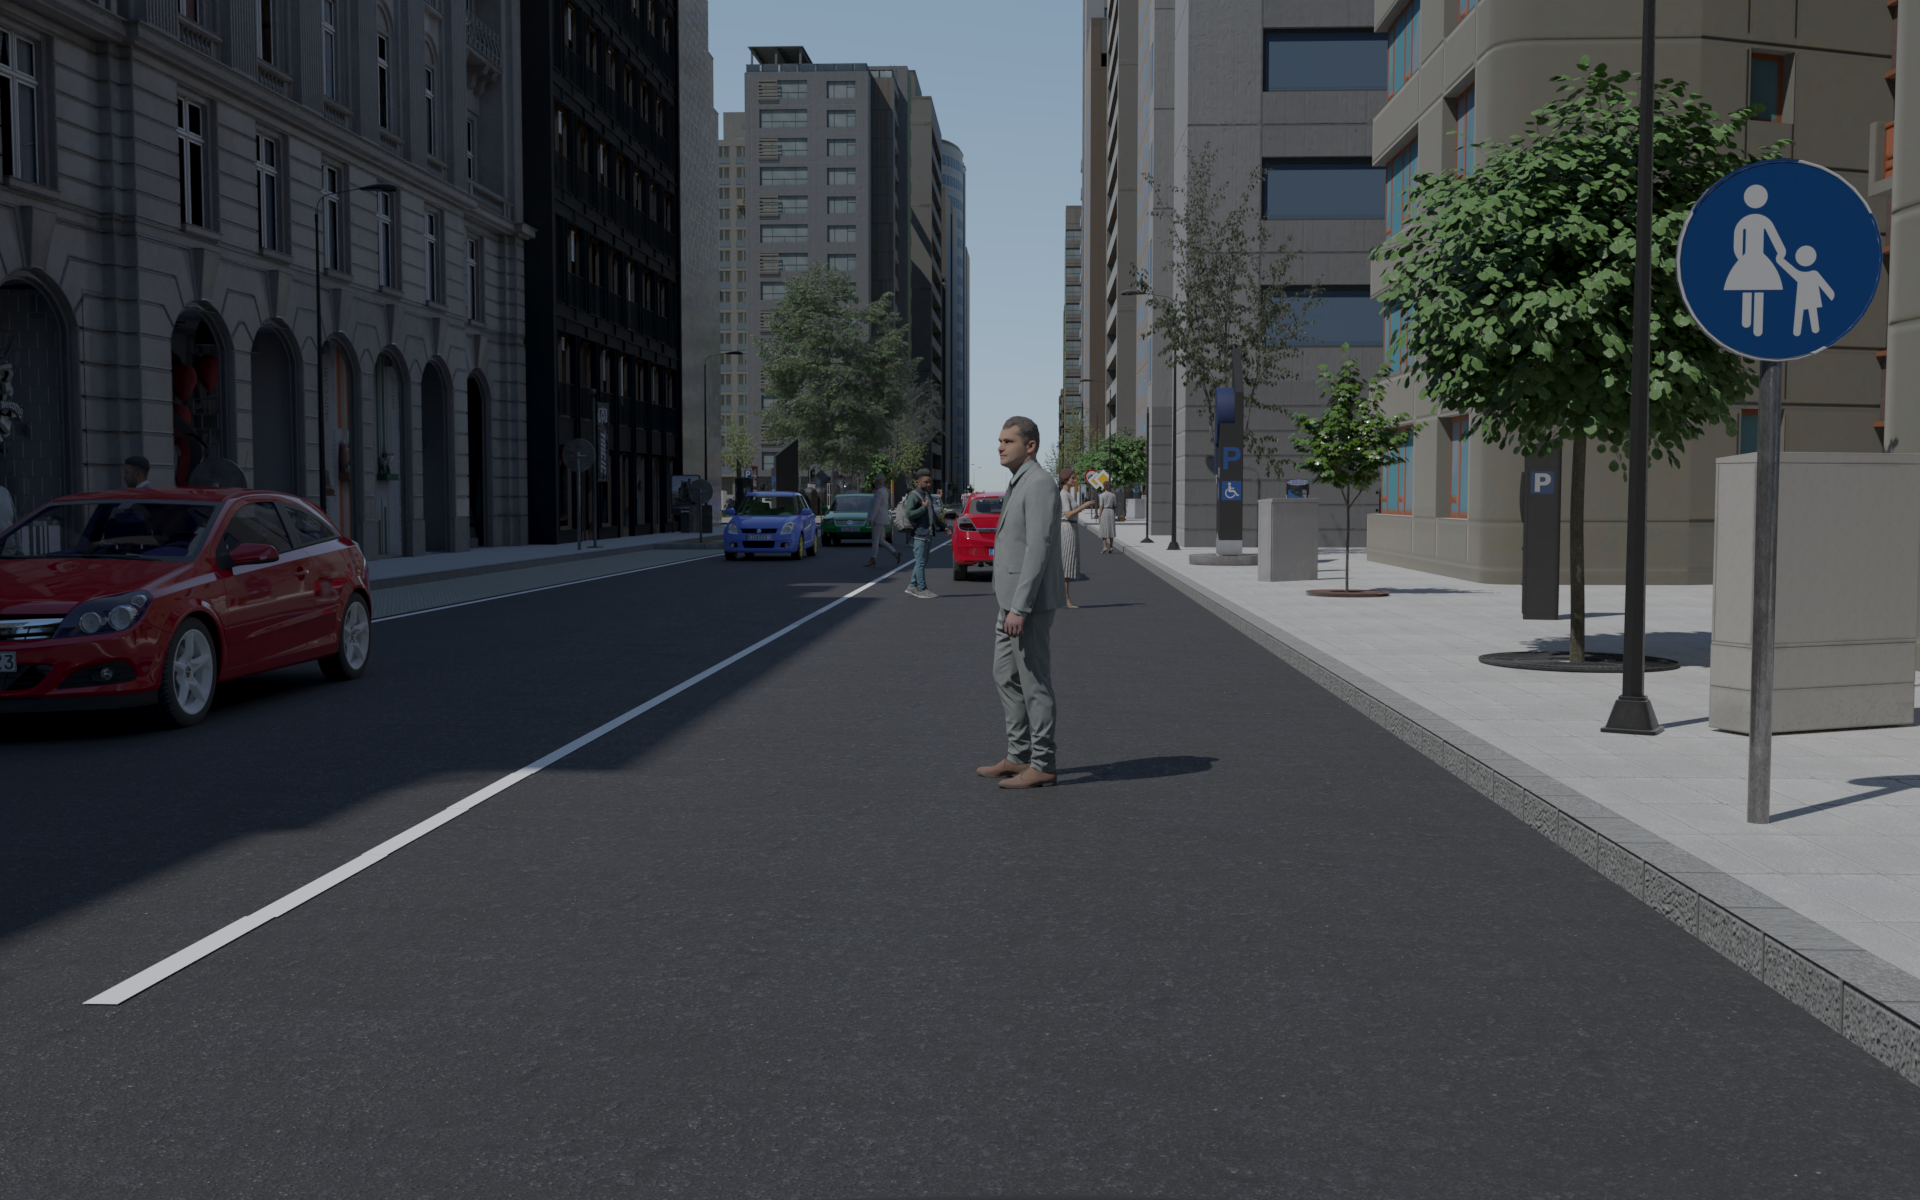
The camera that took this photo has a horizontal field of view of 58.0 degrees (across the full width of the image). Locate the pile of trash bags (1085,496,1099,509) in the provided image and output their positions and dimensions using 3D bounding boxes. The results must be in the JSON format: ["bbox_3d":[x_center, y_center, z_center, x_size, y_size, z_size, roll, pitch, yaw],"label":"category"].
[{"bbox_3d":[10.601,-8.498,148.694,1.912,1.369,3.447,-1,4,-21],"label":"pile of trash bags"}]

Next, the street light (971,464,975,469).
[{"bbox_3d":[1.550,-18.149,269.273,1.470,5.913,1.316,0,4,2],"label":"street light"}]

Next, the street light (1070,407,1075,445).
[{"bbox_3d":[6.727,-7.303,91.943,1.470,5.913,1.316,0,4,2],"label":"street light"}]

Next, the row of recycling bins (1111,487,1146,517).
[{"bbox_3d":[11.277,-6.121,107.190,3.534,1.692,1.069,0,4,3],"label":"row of recycling bins"}]

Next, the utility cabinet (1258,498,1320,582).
[{"bbox_3d":[4.853,-0.884,25.623,1.020,1.237,0.306,-3,4,-37],"label":"utility cabinet"}]

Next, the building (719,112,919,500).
[{"bbox_3d":[-19.772,-29.884,180.477,32.217,40.220,23.993,0,4,2],"label":"building"}]

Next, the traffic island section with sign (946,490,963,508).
[{"bbox_3d":[-1.026,-10.355,177.924,1.989,1.847,2.006,0,4,2],"label":"traffic island section with sign"}]

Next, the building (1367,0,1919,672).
[{"bbox_3d":[21.022,-10.562,17.724,27.650,21.520,28.899,0,4,2],"label":"building"}]

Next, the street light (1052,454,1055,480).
[{"bbox_3d":[9.921,-11.907,167.224,1.470,5.913,1.316,0,4,2],"label":"street light"}]

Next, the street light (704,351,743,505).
[{"bbox_3d":[-7.745,-5.128,56.382,1.470,5.913,1.316,0,4,2],"label":"street light"}]

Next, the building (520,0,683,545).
[{"bbox_3d":[-15.975,-13.546,51.158,12.332,23.373,15.834,0,4,2],"label":"building"}]

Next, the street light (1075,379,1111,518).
[{"bbox_3d":[5.509,-5.954,69.884,1.470,5.913,1.316,0,4,2],"label":"street light"}]

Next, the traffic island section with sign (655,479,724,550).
[{"bbox_3d":[-6.821,-2.245,45.329,1.989,1.847,2.006,0,4,2],"label":"traffic island section with sign"}]

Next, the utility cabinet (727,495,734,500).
[{"bbox_3d":[-17.032,-7.053,126.476,1.020,1.237,0.306,-1,4,-10],"label":"utility cabinet"}]

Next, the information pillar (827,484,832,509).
[{"bbox_3d":[-9.042,-7.111,120.760,0.304,2.012,0.304,-2,4,-34],"label":"information pillar"}]

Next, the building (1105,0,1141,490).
[{"bbox_3d":[22.850,-31.514,138.962,21.300,48.544,21.600,0,4,2],"label":"building"}]

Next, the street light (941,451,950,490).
[{"bbox_3d":[-2.147,-13.055,185.995,1.470,5.913,1.316,0,4,2],"label":"street light"}]

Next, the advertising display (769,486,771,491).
[{"bbox_3d":[-15.085,-8.222,139.636,0.123,1.923,0.974,2,4,31],"label":"advertising display"}]

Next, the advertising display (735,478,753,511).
[{"bbox_3d":[-8.589,-3.896,68.905,0.974,1.923,0.123,3,5,42],"label":"advertising display"}]

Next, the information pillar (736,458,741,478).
[{"bbox_3d":[-14.544,-7.493,113.860,0.183,3.616,0.504,1,4,21],"label":"information pillar"}]

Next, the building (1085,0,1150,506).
[{"bbox_3d":[18.776,-31.245,160.967,14.600,45.320,14.200,0,4,2],"label":"building"}]

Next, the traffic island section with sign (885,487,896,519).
[{"bbox_3d":[-4.369,-5.672,101.369,1.989,1.847,2.006,0,4,2],"label":"traffic island section with sign"}]

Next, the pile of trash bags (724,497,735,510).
[{"bbox_3d":[-11.494,-5.266,95.846,3.447,1.369,1.912,0,4,4],"label":"pile of trash bags"}]

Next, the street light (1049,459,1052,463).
[{"bbox_3d":[11.195,-13.810,198.340,1.470,5.913,1.316,0,4,2],"label":"street light"}]

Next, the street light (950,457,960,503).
[{"bbox_3d":[-0.760,-14.914,216.391,1.470,5.913,1.316,0,4,2],"label":"street light"}]

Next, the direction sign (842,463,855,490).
[{"bbox_3d":[-6.542,-6.772,102.712,0.876,3.537,0.379,-1,4,-12],"label":"direction sign"}]

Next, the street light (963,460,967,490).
[{"bbox_3d":[0.142,-16.256,238.330,1.470,5.913,1.316,0,4,2],"label":"street light"}]

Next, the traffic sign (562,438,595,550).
[{"bbox_3d":[-8.735,-2.420,39.668,0.768,2.556,0.104,0,4,3],"label":"traffic sign"}]

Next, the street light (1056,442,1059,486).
[{"bbox_3d":[9.357,-11.049,153.188,1.470,5.913,1.316,0,4,2],"label":"street light"}]

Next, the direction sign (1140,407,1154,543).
[{"bbox_3d":[4.922,-3.269,45.448,0.379,3.537,0.876,0,4,7],"label":"direction sign"}]

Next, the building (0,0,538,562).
[{"bbox_3d":[-17.142,-11.592,31.327,13.314,21.916,24.055,0,4,2],"label":"building"}]

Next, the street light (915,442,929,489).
[{"bbox_3d":[-3.466,-11.200,155.666,1.470,5.913,1.316,0,4,2],"label":"street light"}]

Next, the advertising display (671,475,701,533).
[{"bbox_3d":[-9.043,-3.177,57.151,0.974,1.923,0.123,0,4,-4],"label":"advertising display"}]

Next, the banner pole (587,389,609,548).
[{"bbox_3d":[-8.649,-3.154,41.577,0.401,3.779,0.863,1,4,23],"label":"banner pole"}]

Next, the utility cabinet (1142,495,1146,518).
[{"bbox_3d":[10.372,-5.064,93.963,1.020,1.237,0.306,0,4,-6],"label":"utility cabinet"}]

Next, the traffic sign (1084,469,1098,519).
[{"bbox_3d":[6.698,-5.376,88.003,0.768,2.556,0.104,0,4,4],"label":"traffic sign"}]

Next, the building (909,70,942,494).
[{"bbox_3d":[-13.327,-35.414,202.718,21.300,48.544,21.600,0,4,2],"label":"building"}]

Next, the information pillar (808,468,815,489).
[{"bbox_3d":[-12.494,-9.508,146.815,0.504,3.616,0.183,-2,4,-25],"label":"information pillar"}]

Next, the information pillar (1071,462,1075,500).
[{"bbox_3d":[8.159,-8.189,125.251,0.183,3.616,0.504,-2,4,-24],"label":"information pillar"}]

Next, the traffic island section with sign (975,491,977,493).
[{"bbox_3d":[3.794,-17.100,288.206,1.989,1.847,2.006,0,4,2],"label":"traffic island section with sign"}]

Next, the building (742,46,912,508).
[{"bbox_3d":[-11.984,-29.193,160.908,14.154,41.232,14.086,0,4,2],"label":"building"}]

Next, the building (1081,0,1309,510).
[{"bbox_3d":[23.316,-39.155,182.175,21.231,58.520,28.212,0,4,2],"label":"building"}]

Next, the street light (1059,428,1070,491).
[{"bbox_3d":[7.941,-9.158,122.277,1.470,5.913,1.316,0,4,2],"label":"street light"}]

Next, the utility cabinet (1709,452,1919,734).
[{"bbox_3d":[4.649,-0.046,9.425,1.173,1.500,0.318,-1,4,-21],"label":"utility cabinet"}]

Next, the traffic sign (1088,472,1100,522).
[{"bbox_3d":[6.156,-4.564,78.260,0.795,2.450,0.064,0,4,2],"label":"traffic sign"}]

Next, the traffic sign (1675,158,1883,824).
[{"bbox_3d":[3.119,-0.403,6.689,0.768,2.556,0.104,0,4,3],"label":"traffic sign"}]

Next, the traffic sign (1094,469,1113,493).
[{"bbox_3d":[5.807,-4.076,70.282,0.795,2.450,0.064,0,4,2],"label":"traffic sign"}]

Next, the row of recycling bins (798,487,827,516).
[{"bbox_3d":[-9.158,-5.780,101.615,1.069,1.692,3.534,3,5,42],"label":"row of recycling bins"}]

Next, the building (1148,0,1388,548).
[{"bbox_3d":[16.477,-31.273,53.315,21.231,58.520,28.212,0,4,2],"label":"building"}]

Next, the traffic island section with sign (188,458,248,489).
[{"bbox_3d":[-8.012,-0.582,18.149,1.989,1.847,2.006,0,4,2],"label":"traffic island section with sign"}]

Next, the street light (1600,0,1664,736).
[{"bbox_3d":[3.095,-2.243,9.216,1.470,5.913,1.316,0,4,2],"label":"street light"}]

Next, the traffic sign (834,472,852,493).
[{"bbox_3d":[-5.326,-4.596,78.780,0.795,2.450,0.064,0,4,2],"label":"traffic sign"}]

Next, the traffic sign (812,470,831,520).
[{"bbox_3d":[-5.675,-4.108,70.803,0.795,2.450,0.064,0,4,2],"label":"traffic sign"}]

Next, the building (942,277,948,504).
[{"bbox_3d":[-8.973,-27.550,222.143,14.160,30.474,14.107,0,4,2],"label":"building"}]

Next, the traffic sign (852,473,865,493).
[{"bbox_3d":[-5.997,-6.245,102.207,0.768,2.556,0.104,0,4,5],"label":"traffic sign"}]

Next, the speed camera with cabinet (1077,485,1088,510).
[{"bbox_3d":[9.537,-8.656,135.859,0.660,3.252,2.038,1,4,20],"label":"speed camera with cabinet"}]

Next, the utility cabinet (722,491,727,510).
[{"bbox_3d":[-15.346,-6.332,112.202,0.318,1.500,1.173,-1,4,-19],"label":"utility cabinet"}]

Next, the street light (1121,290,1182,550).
[{"bbox_3d":[4.359,-4.098,39.547,1.470,5.913,1.316,0,4,2],"label":"street light"}]

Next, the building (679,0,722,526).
[{"bbox_3d":[-18.277,-12.845,64.760,16.860,20.320,10.420,0,4,2],"label":"building"}]

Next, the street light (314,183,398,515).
[{"bbox_3d":[-9.095,-3.273,26.055,1.470,5.913,1.316,0,4,2],"label":"street light"}]
